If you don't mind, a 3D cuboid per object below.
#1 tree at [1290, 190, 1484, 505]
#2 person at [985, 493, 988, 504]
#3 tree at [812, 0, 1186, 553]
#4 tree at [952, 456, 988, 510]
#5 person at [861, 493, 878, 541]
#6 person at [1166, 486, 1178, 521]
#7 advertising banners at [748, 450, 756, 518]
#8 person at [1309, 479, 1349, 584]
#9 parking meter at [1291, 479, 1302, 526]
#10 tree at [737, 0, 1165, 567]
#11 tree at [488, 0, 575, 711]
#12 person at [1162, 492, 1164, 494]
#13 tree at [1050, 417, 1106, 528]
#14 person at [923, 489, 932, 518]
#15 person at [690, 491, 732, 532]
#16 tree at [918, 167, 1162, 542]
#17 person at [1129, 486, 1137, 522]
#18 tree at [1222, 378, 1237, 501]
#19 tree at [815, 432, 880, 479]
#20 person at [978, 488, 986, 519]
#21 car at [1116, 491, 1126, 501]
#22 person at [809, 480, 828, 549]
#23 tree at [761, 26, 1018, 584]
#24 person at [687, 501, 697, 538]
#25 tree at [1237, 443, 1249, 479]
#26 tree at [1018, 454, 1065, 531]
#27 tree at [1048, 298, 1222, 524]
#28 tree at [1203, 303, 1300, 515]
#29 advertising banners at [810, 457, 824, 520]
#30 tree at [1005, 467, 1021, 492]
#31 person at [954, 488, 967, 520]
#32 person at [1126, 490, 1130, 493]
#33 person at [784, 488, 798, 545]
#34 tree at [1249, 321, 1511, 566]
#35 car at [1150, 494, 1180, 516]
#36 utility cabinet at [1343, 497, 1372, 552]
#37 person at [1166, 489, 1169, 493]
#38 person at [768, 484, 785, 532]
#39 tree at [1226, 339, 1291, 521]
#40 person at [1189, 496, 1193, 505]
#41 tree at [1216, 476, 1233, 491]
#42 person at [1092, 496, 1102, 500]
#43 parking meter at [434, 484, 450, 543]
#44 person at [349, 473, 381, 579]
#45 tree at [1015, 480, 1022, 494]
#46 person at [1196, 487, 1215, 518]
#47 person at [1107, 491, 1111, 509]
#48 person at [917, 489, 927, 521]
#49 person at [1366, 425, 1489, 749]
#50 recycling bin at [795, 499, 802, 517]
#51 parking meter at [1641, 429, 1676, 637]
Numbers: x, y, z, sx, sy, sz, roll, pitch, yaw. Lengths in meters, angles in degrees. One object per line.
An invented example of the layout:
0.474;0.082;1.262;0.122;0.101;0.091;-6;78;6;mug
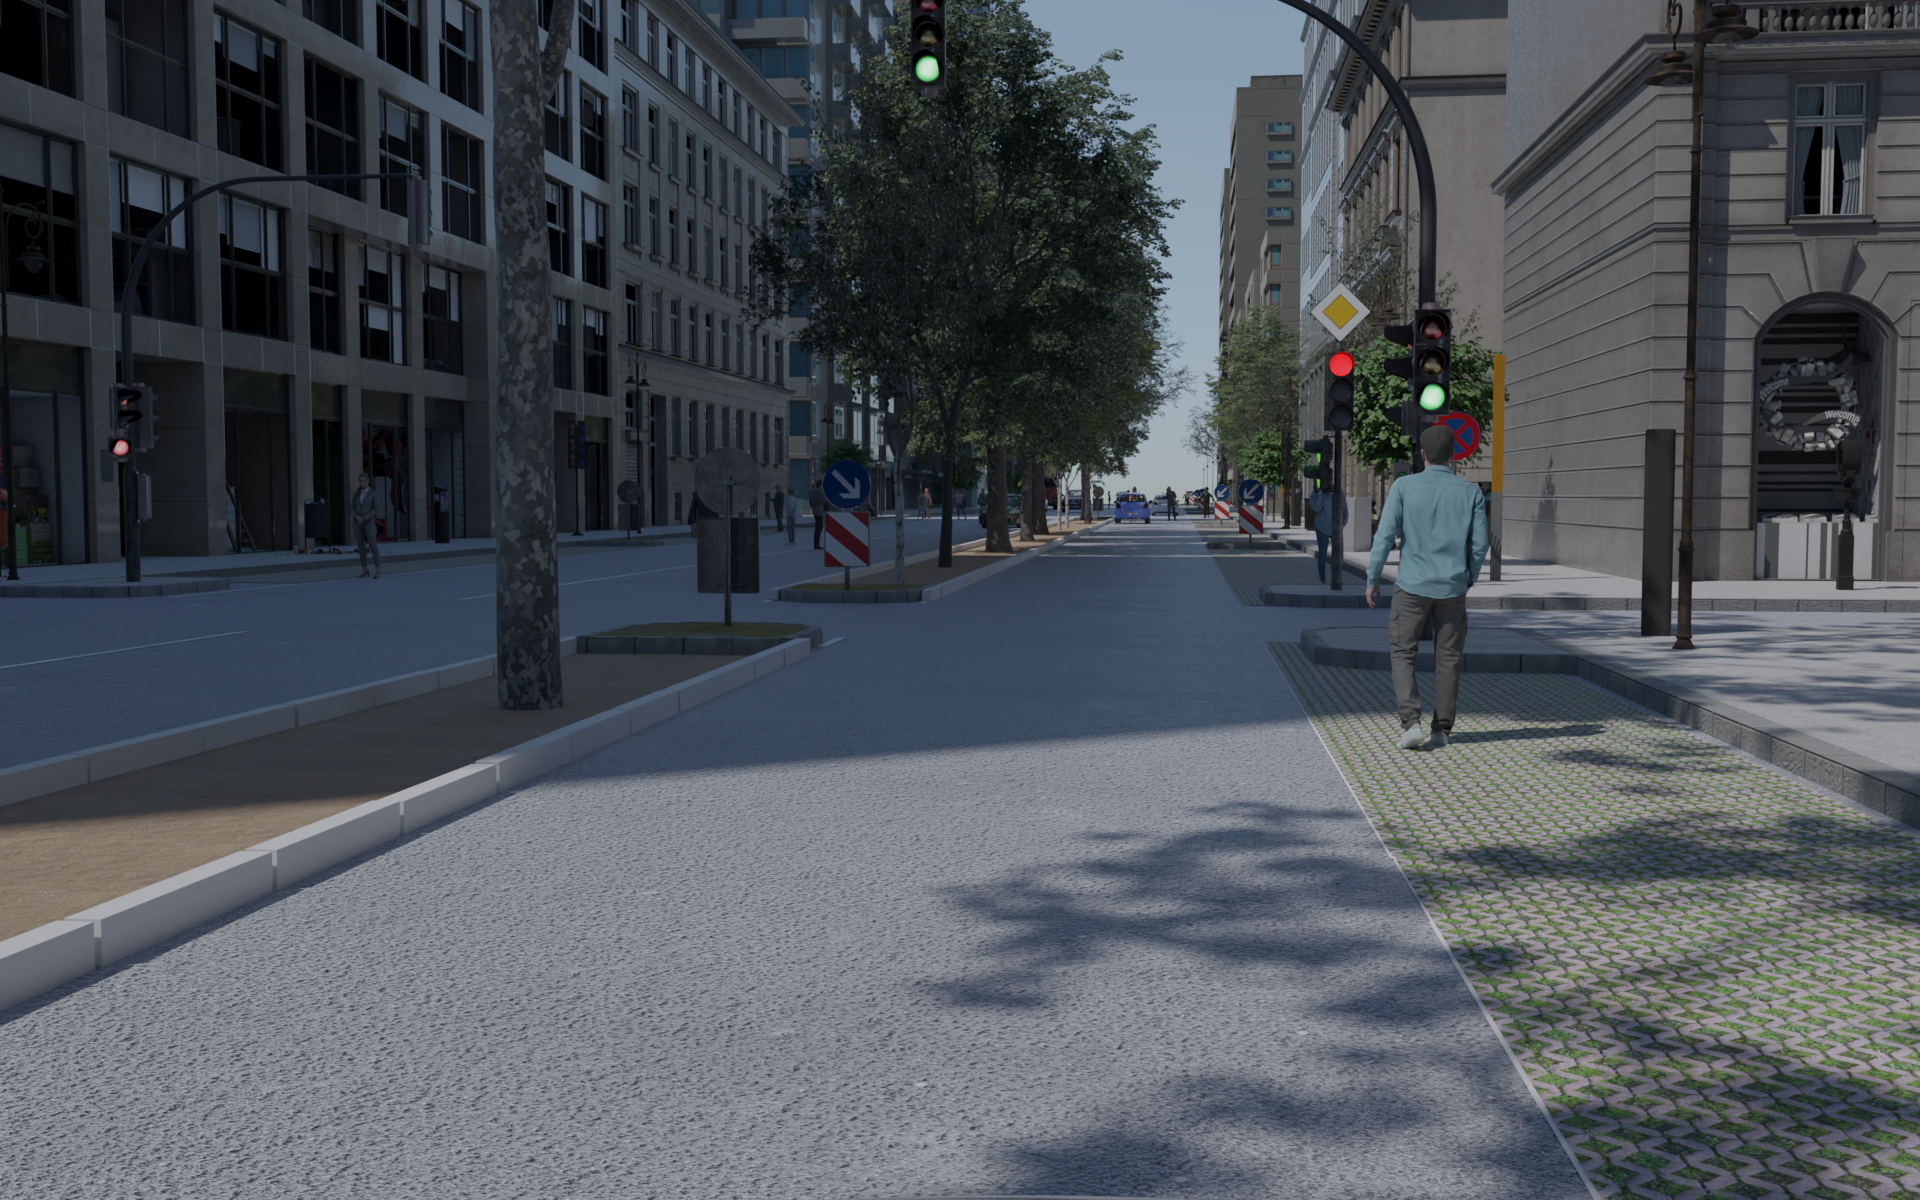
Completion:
10.338;-5.601;41.933;4.360;8.622;3.978;0;3;0;tree
1.485;-4.308;79.334;0.661;1.777;0.834;1;4;12;person
0.942;-8.118;41.846;9.857;13.997;8.962;0;3;0;tree
0.373;-9.826;144.372;4.285;4.588;4.351;0;3;0;tree
-2.840;-2.642;52.286;0.593;1.750;0.643;3;4;38;person
11.414;-5.203;93.374;0.655;1.846;0.447;0;4;2;person
-8.449;-4.533;70.301;0.090;3.025;2.074;0;4;1;advertising banners
5.465;-1.029;25.589;0.793;1.790;0.793;-3;5;-40;person
13.447;-3.883;69.201;0.399;1.863;0.255;-1;4;-12;parking meter
-0.356;-5.883;33.063;8.767;10.594;7.601;0;4;7;tree
-1.776;-9.274;9.983;12.611;20.169;13.585;0;3;0;tree
27.531;-13.772;234.617;0.756;1.711;0.436;0;3;0;person
4.485;-7.302;72.201;4.360;8.622;3.978;0;3;0;tree
-1.996;-5.711;102.431;0.434;1.755;0.990;-3;5;-40;person
-4.107;-1.223;28.269;0.659;1.850;0.755;1;4;9;person
2.049;-7.976;50.995;7.486;12.596;7.792;0;3;0;tree
8.942;-4.912;88.813;0.555;1.821;0.388;-1;4;-19;person
27.981;-16.632;182.304;12.009;13.543;11.850;0;3;0;tree
-5.932;-6.596;91.563;4.285;4.588;4.351;0;3;0;tree
1.339;-5.504;98.894;0.834;1.777;0.661;-3;5;-43;person
22.212;-13.808;234.439;2.281;1.827;5.304;0;4;6;car
-3.668;-2.226;45.074;0.473;1.802;0.592;-1;4;-13;person
-0.970;-4.542;27.083;4.360;8.622;3.978;0;3;0;tree
-8.724;-2.647;56.448;0.362;1.253;0.373;-3;5;-41;person
14.301;-5.802;78.582;4.285;4.588;4.351;0;3;0;tree
3.875;-7.020;67.601;4.737;8.622;4.395;0;3;0;tree
6.043;-10.330;81.726;12.009;13.543;11.850;0;3;0;tree
17.984;-11.356;103.790;7.486;12.596;7.792;0;3;0;tree
-6.784;-5.343;83.545;0.090;3.025;2.074;1;4;19;advertising banners
4.026;-11.769;176.140;4.285;4.588;4.351;0;3;0;tree
0.050;-5.311;95.932;0.593;1.750;0.643;-3;5;-41;person
12.080;-6.984;123.410;0.721;1.743;1.217;-3;5;-42;person
-4.736;-2.338;48.543;0.330;1.601;0.589;1;4;19;person
8.254;-2.915;31.380;4.285;4.588;4.351;0;3;0;tree
13.456;-6.227;113.822;2.014;1.417;4.499;0;4;6;car
8.847;-1.678;38.591;0.306;1.237;1.020;2;4;33;utility cabinet
15.740;-7.541;131.426;1.348;1.869;0.705;3;5;41;person
-6.912;-3.466;65.348;0.590;1.801;0.661;-2;4;-33;person
14.674;-8.113;83.014;4.360;8.622;3.978;0;3;0;tree
27.467;-11.888;206.049;0.799;1.438;0.628;2;4;27;person
24.846;-10.401;164.652;1.663;3.219;1.824;0;3;0;tree
11.772;-8.551;148.442;1.348;1.807;0.705;-3;5;-41;person
-13.496;-2.244;45.100;0.372;1.533;0.369;0;3;0;parking meter
-10.126;-1.265;29.451;0.520;1.790;0.573;-1;4;-12;person
7.236;-12.474;198.552;1.663;3.219;1.824;0;3;0;tree
14.672;-5.812;103.163;1.348;1.869;0.705;3;5;44;person
14.170;-9.441;163.550;0.721;1.739;1.217;1;4;10;person
-2.041;-5.074;92.457;0.512;1.701;0.522;0;4;2;person
2.643;-0.077;9.776;0.660;1.820;0.620;0;4;3;person
-9.391;-5.220;97.907;0.722;1.027;0.722;2;4;25;recycling bin
6.347;-0.614;15.745;0.255;1.863;0.399;1;4;21;parking meter
